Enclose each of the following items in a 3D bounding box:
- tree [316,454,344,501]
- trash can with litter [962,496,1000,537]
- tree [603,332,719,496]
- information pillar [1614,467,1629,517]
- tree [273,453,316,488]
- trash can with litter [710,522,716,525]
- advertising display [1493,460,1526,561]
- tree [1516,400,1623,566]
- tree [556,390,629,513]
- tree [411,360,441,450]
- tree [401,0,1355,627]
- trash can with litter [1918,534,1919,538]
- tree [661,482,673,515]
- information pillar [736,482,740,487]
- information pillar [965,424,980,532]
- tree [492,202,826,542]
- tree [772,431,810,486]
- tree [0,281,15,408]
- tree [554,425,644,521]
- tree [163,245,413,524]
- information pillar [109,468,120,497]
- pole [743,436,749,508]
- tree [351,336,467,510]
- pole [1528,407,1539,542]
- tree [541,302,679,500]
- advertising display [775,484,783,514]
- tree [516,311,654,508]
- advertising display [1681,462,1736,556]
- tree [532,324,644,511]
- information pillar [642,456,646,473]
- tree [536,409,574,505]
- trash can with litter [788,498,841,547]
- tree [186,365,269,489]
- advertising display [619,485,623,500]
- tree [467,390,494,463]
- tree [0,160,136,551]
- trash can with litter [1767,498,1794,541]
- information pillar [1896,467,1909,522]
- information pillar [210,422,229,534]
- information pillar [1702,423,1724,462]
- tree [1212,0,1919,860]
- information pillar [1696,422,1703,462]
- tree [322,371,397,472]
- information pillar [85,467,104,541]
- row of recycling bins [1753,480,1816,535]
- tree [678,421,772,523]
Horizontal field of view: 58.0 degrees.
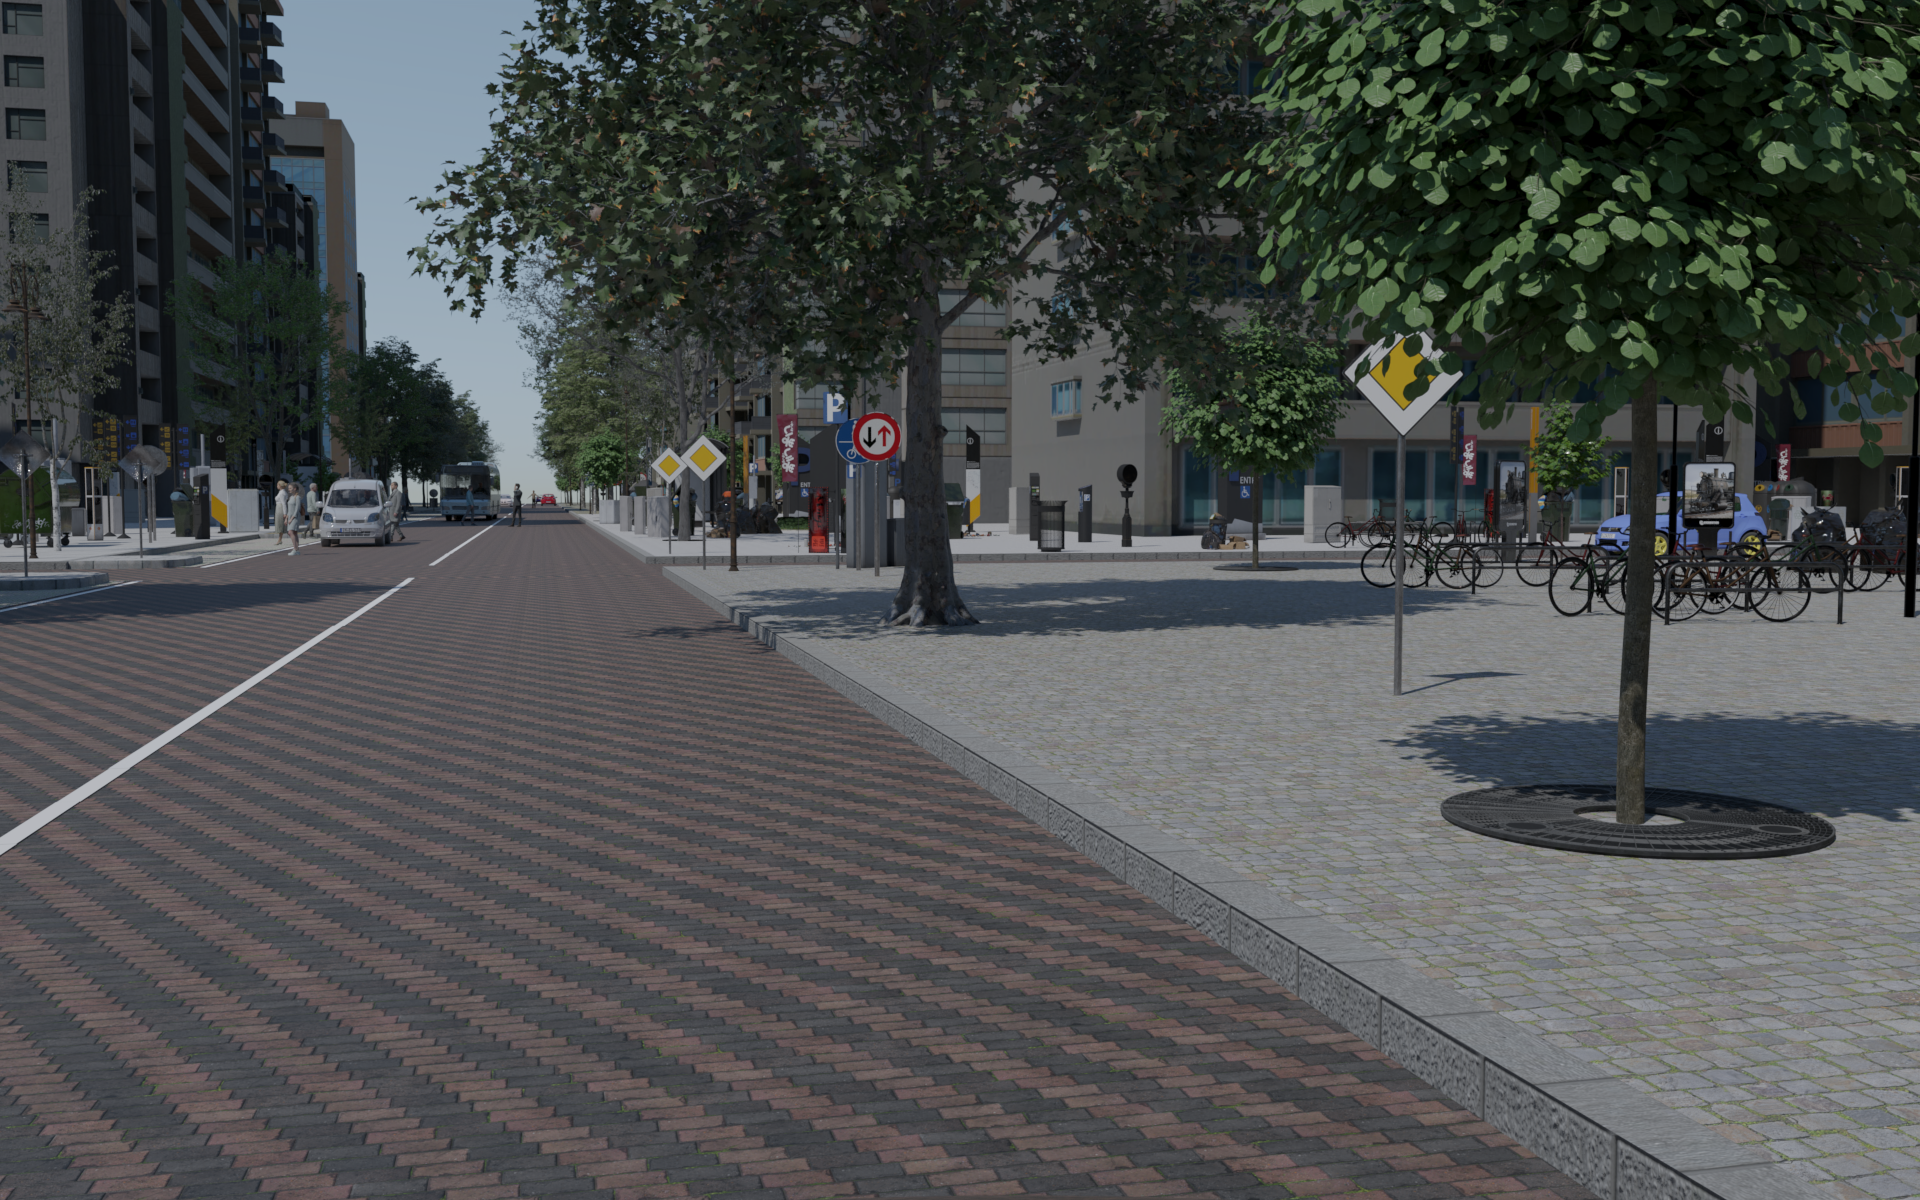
[{"bbox_3d":[-30.567,-5.428,83.357,1.663,3.219,1.824,0,3,0],"label":"tree"},{"bbox_3d":[0.459,-2.538,52.546,2.233,1.210,1.678,-3,5,-40],"label":"trash can with litter"},{"bbox_3d":[-9.723,-6.539,57.275,4.360,8.622,3.978,0,3,0],"label":"tree"},{"bbox_3d":[18.160,-2.635,47.567,0.304,2.012,0.304,2,4,33],"label":"information pillar"},{"bbox_3d":[-31.277,-5.288,81.053,1.663,3.219,1.824,0,3,0],"label":"tree"},{"bbox_3d":[-10.123,-3.723,72.258,0.624,1.170,1.055,0,4,1],"label":"trash can with litter"},{"bbox_3d":[10.386,-1.683,32.739,0.974,1.923,0.123,-3,5,-42],"label":"advertising display"},{"bbox_3d":[10.376,-2.151,29.775,1.663,3.219,1.824,0,3,0],"label":"tree"},{"bbox_3d":[-24.005,-10.059,114.834,4.737,8.622,4.395,0,3,0],"label":"tree"},{"bbox_3d":[-40.786,-12.012,122.147,9.928,11.665,9.643,0,3,0],"label":"tree"},{"bbox_3d":[-0.436,-6.102,16.780,9.611,12.733,9.660,0,3,0],"label":"tree"},{"bbox_3d":[27.944,-2.411,50.483,1.678,1.210,2.233,-3,5,-44],"label":"trash can with litter"},{"bbox_3d":[-17.053,-6.761,105.136,1.663,3.219,1.824,0,3,0],"label":"tree"},{"bbox_3d":[-13.358,-6.070,103.732,0.304,2.012,0.304,-3,4,-36],"label":"information pillar"},{"bbox_3d":[0.431,-4.085,58.142,0.504,3.616,0.183,1,4,9],"label":"information pillar"},{"bbox_3d":[-7.371,-8.348,46.853,12.009,13.543,11.850,0,3,0],"label":"tree"},{"bbox_3d":[-8.582,-6.569,91.125,4.285,4.588,4.351,0,3,0],"label":"tree"},{"bbox_3d":[-15.360,-6.218,18.673,9.611,12.733,9.660,0,3,0],"label":"tree"},{"bbox_3d":[-16.742,-6.009,81.966,4.285,4.588,4.351,0,3,0],"label":"tree"},{"bbox_3d":[-29.236,-9.042,73.585,9.928,11.665,9.643,0,3,0],"label":"tree"},{"bbox_3d":[-32.109,-4.548,65.716,0.504,3.616,0.183,2,4,24],"label":"information pillar"},{"bbox_3d":[-7.471,-4.081,60.574,0.158,3.312,0.155,0,3,0],"label":"pole"},{"bbox_3d":[-44.392,-14.172,138.368,9.857,13.997,8.962,0,3,0],"label":"tree"},{"bbox_3d":[13.475,-2.865,40.687,0.158,3.312,0.155,0,3,0],"label":"pole"},{"bbox_3d":[-17.952,-10.534,90.353,7.486,12.596,7.792,0,3,0],"label":"tree"},{"bbox_3d":[-11.661,-6.532,112.003,0.123,1.923,0.974,-3,4,-37],"label":"advertising display"},{"bbox_3d":[-33.588,-18.310,155.264,12.611,20.169,13.585,0,3,0],"label":"tree"},{"bbox_3d":[14.935,-1.796,34.572,0.974,1.923,0.123,1,4,13],"label":"advertising display"},{"bbox_3d":[-27.415,-13.689,130.466,9.857,13.997,8.962,0,3,0],"label":"tree"},{"bbox_3d":[-19.165,-6.942,104.849,0.504,3.616,0.183,2,4,33],"label":"information pillar"},{"bbox_3d":[-44.584,-16.617,197.444,9.928,11.665,9.643,0,3,0],"label":"tree"},{"bbox_3d":[-2.957,-1.911,42.302,2.233,1.210,1.678,1,4,14],"label":"trash can with litter"},{"bbox_3d":[-40.080,-8.879,95.536,4.737,8.622,4.395,0,3,0],"label":"tree"},{"bbox_3d":[-20.220,-6.037,103.915,0.123,1.923,0.974,0,4,8],"label":"advertising display"},{"bbox_3d":[-54.354,-16.813,181.543,9.857,13.997,8.962,0,3,0],"label":"tree"},{"bbox_3d":[-20.204,-5.387,38.433,4.360,8.622,3.978,0,3,0],"label":"tree"},{"bbox_3d":[22.374,-2.195,47.274,0.624,1.170,1.055,2,4,33],"label":"trash can with litter"},{"bbox_3d":[25.230,-2.558,46.319,0.304,2.012,0.304,1,4,12],"label":"information pillar"},{"bbox_3d":[-24.072,-3.970,56.270,0.504,3.616,0.183,-2,4,-26],"label":"information pillar"},{"bbox_3d":[21.282,-3.517,48.861,0.504,3.616,0.183,1,4,18],"label":"information pillar"},{"bbox_3d":[2.625,-1.396,6.547,4.285,4.588,4.351,0,3,0],"label":"tree"},{"bbox_3d":[23.116,-3.840,54.137,0.183,3.616,0.504,3,5,43],"label":"information pillar"},{"bbox_3d":[-36.469,-9.428,104.518,4.737,8.622,4.395,0,3,0],"label":"tree"},{"bbox_3d":[-23.757,-2.632,47.530,0.304,2.012,0.304,2,4,24],"label":"information pillar"},{"bbox_3d":[25.595,-2.854,53.779,1.069,1.692,3.534,0,4,7],"label":"row of recycling bins"},{"bbox_3d":[-11.084,-5.789,78.363,4.285,4.588,4.351,0,3,0],"label":"tree"}]
